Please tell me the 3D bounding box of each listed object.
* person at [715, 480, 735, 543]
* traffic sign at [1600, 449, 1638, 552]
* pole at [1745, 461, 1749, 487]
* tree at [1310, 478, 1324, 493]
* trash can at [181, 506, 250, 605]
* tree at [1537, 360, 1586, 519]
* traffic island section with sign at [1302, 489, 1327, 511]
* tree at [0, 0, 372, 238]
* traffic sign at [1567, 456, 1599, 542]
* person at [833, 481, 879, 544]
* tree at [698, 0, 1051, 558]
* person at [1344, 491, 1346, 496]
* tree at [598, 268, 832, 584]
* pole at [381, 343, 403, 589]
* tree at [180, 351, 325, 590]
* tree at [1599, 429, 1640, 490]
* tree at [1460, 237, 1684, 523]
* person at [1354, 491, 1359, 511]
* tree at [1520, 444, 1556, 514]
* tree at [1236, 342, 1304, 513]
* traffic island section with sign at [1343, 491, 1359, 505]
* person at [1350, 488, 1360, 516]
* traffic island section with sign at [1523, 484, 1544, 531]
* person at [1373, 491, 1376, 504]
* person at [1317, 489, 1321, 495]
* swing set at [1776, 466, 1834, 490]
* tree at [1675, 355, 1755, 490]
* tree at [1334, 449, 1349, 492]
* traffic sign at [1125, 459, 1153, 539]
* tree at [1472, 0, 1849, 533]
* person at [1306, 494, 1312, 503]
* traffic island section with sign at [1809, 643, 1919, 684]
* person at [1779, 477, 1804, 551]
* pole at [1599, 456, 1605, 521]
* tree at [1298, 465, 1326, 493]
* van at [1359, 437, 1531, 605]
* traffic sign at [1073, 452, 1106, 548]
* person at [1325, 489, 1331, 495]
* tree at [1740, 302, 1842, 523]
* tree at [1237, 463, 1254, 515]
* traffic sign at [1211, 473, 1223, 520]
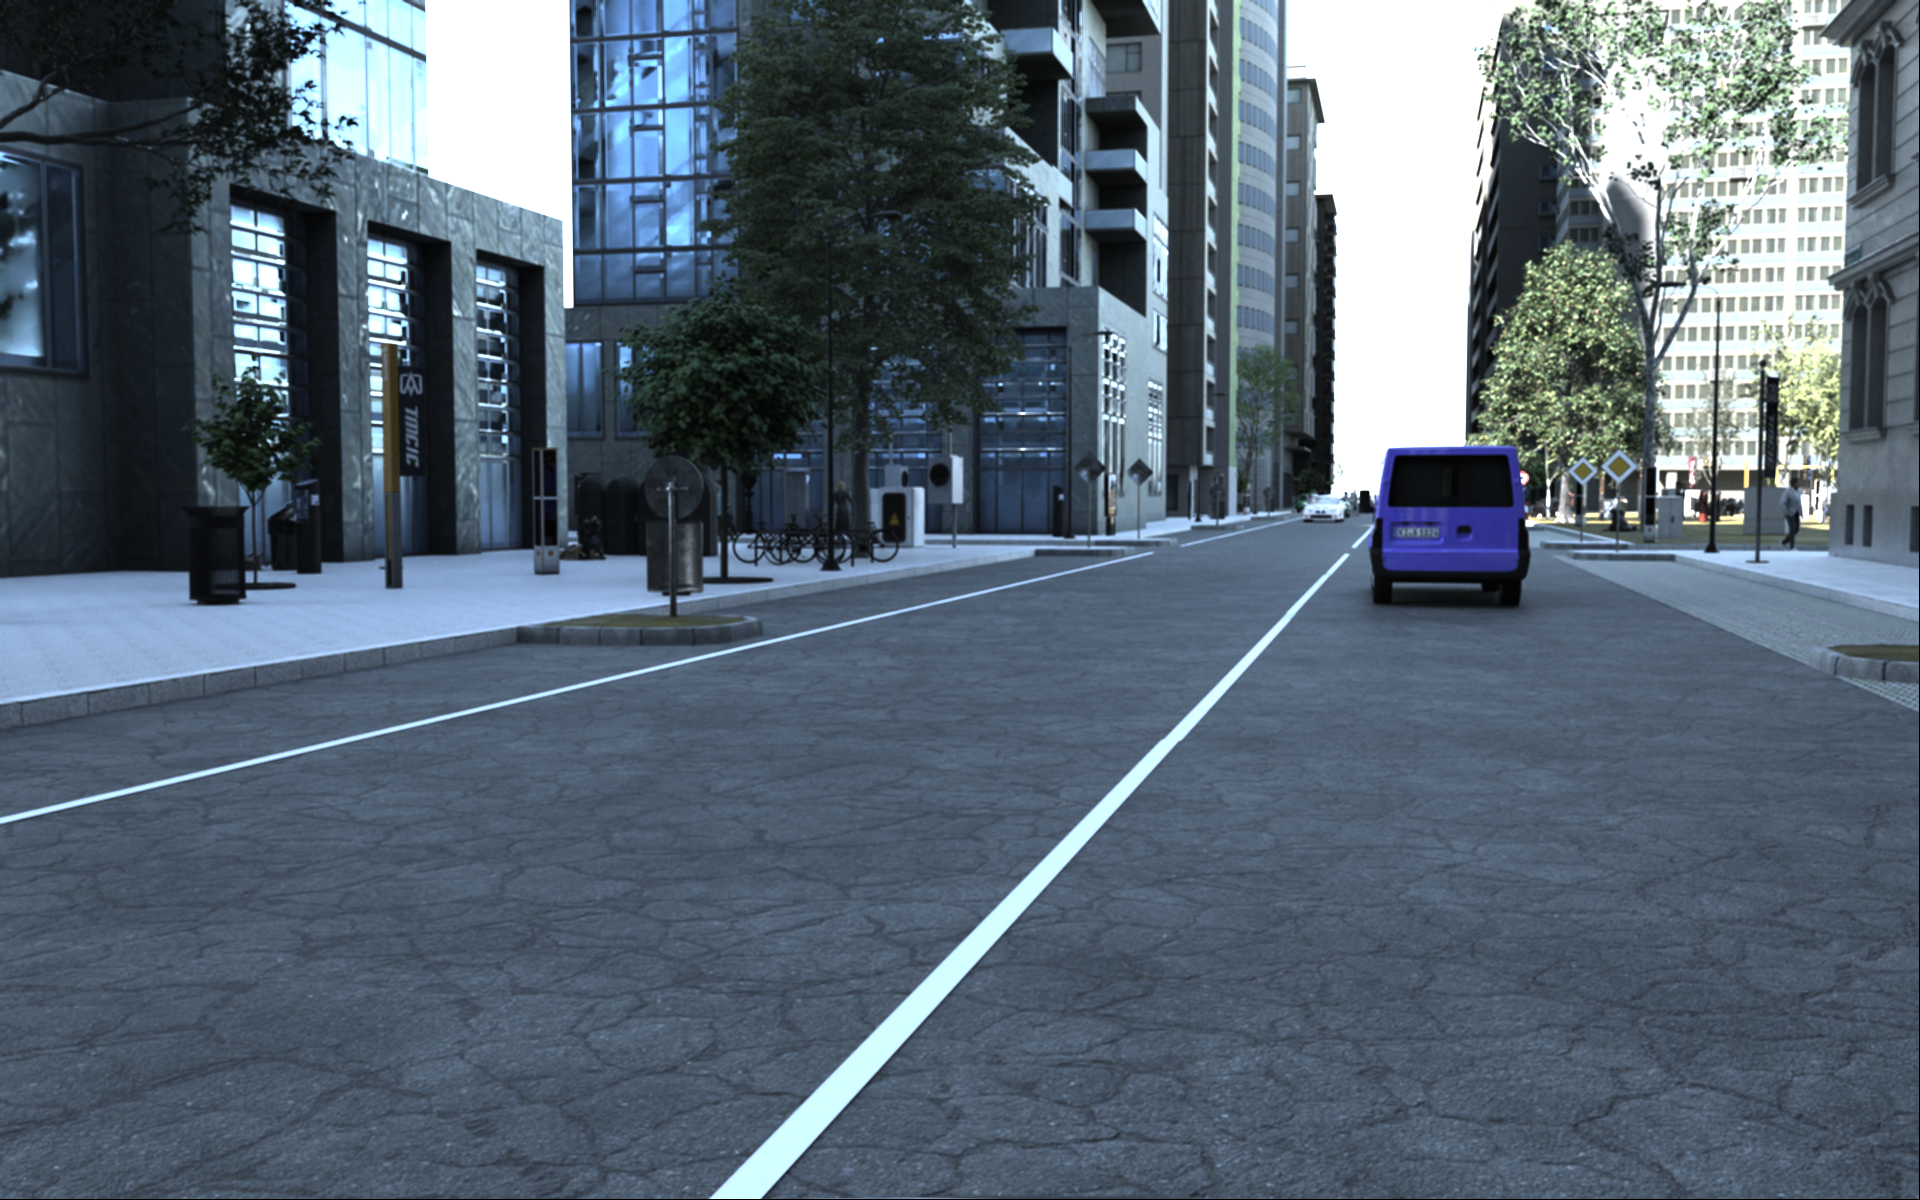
[{"bbox_3d":[-6.647,-2.468,48.864,0.620,1.820,0.660,-2,4,-33],"label":"person"},{"bbox_3d":[14.548,-2.119,38.283,0.795,2.450,0.064,1,4,14],"label":"traffic sign"},{"bbox_3d":[48.130,-6.860,106.006,0.158,3.312,0.155,0,3,0],"label":"pole"},{"bbox_3d":[39.298,-12.064,191.843,1.663,3.219,1.824,0,3,0],"label":"tree"},{"bbox_3d":[-8.660,-0.522,20.184,0.748,1.137,0.748,0,3,0],"label":"trash can"},{"bbox_3d":[30.306,-8.440,88.357,4.737,8.622,4.395,0,3,0],"label":"tree"},{"bbox_3d":[29.703,-8.353,145.207,1.989,1.847,2.006,1,4,14],"label":"traffic island section with sign"},{"bbox_3d":[-6.676,-4.645,10.352,7.601,10.594,8.767,-1,4,-11],"label":"tree"},{"bbox_3d":[16.532,-2.592,46.018,0.795,2.450,0.064,1,4,14],"label":"traffic sign"},{"bbox_3d":[-2.984,-2.462,48.970,1.509,1.804,0.699,1,4,20],"label":"person"},{"bbox_3d":[-1.750,-7.134,34.769,7.486,12.596,7.792,0,3,0],"label":"tree"},{"bbox_3d":[41.967,-11.022,188.792,0.705,1.814,1.350,0,4,2],"label":"person"},{"bbox_3d":[-3.549,-2.544,25.304,4.285,4.588,4.351,0,3,0],"label":"tree"},{"bbox_3d":[-7.700,-1.812,23.466,0.158,3.312,0.155,0,3,0],"label":"pole"},{"bbox_3d":[-9.488,-1.772,23.578,1.663,3.219,1.824,0,3,0],"label":"tree"},{"bbox_3d":[42.577,-9.844,111.318,4.360,8.622,3.978,0,3,0],"label":"tree"},{"bbox_3d":[27.280,-9.811,77.420,9.611,12.733,9.660,0,3,0],"label":"tree"},{"bbox_3d":[34.392,-8.690,150.586,0.705,1.823,1.348,0,4,-6],"label":"person"},{"bbox_3d":[36.809,-7.856,112.166,4.285,4.588,4.351,0,3,0],"label":"tree"},{"bbox_3d":[19.610,-11.728,117.503,9.928,11.665,9.643,0,3,0],"label":"tree"},{"bbox_3d":[57.109,-14.888,252.054,1.989,1.847,2.006,1,4,14],"label":"traffic island section with sign"},{"bbox_3d":[26.162,-6.494,114.775,0.635,1.810,0.391,3,4,36],"label":"person"},{"bbox_3d":[21.900,-3.644,68.204,1.989,1.847,2.006,1,4,14],"label":"traffic island section with sign"},{"bbox_3d":[59.350,-14.644,248.026,0.705,1.812,1.348,1,4,18],"label":"person"},{"bbox_3d":[28.454,-7.847,136.939,0.705,1.807,1.348,2,4,33],"label":"person"},{"bbox_3d":[47.467,-6.114,97.588,3.119,2.851,2.862,2,4,32],"label":"swing set"},{"bbox_3d":[40.273,-8.694,92.511,4.360,8.622,3.978,0,3,0],"label":"tree"},{"bbox_3d":[60.249,-19.973,276.922,4.737,8.622,4.395,0,3,0],"label":"tree"},{"bbox_3d":[5.063,-2.772,48.970,0.795,2.450,0.064,1,4,14],"label":"traffic sign"},{"bbox_3d":[23.960,-12.233,55.903,12.611,20.169,13.585,0,3,0],"label":"tree"},{"bbox_3d":[25.652,-7.070,127.315,0.599,1.433,0.991,2,4,35],"label":"person"},{"bbox_3d":[7.931,-0.311,13.718,1.989,1.847,2.006,1,4,14],"label":"traffic island section with sign"},{"bbox_3d":[20.392,-2.092,42.557,0.661,1.843,0.795,-1,4,-21],"label":"person"},{"bbox_3d":[30.493,-5.408,82.269,0.158,3.312,0.155,0,3,0],"label":"pole"},{"bbox_3d":[39.557,-12.972,195.802,4.285,4.588,4.351,0,3,0],"label":"tree"},{"bbox_3d":[6.704,-1.208,24.133,2.240,2.365,5.245,1,4,13],"label":"van"},{"bbox_3d":[3.079,-2.299,41.234,0.795,2.450,0.064,1,4,14],"label":"traffic sign"},{"bbox_3d":[26.728,-7.177,125.857,1.348,1.822,0.705,-1,4,-15],"label":"person"},{"bbox_3d":[32.345,-7.167,67.542,4.737,8.622,4.395,0,3,0],"label":"tree"},{"bbox_3d":[17.071,-6.876,107.025,1.663,3.219,1.824,0,3,0],"label":"tree"},{"bbox_3d":[12.746,-5.119,85.828,0.606,2.300,0.079,2,4,24],"label":"traffic sign"}]
